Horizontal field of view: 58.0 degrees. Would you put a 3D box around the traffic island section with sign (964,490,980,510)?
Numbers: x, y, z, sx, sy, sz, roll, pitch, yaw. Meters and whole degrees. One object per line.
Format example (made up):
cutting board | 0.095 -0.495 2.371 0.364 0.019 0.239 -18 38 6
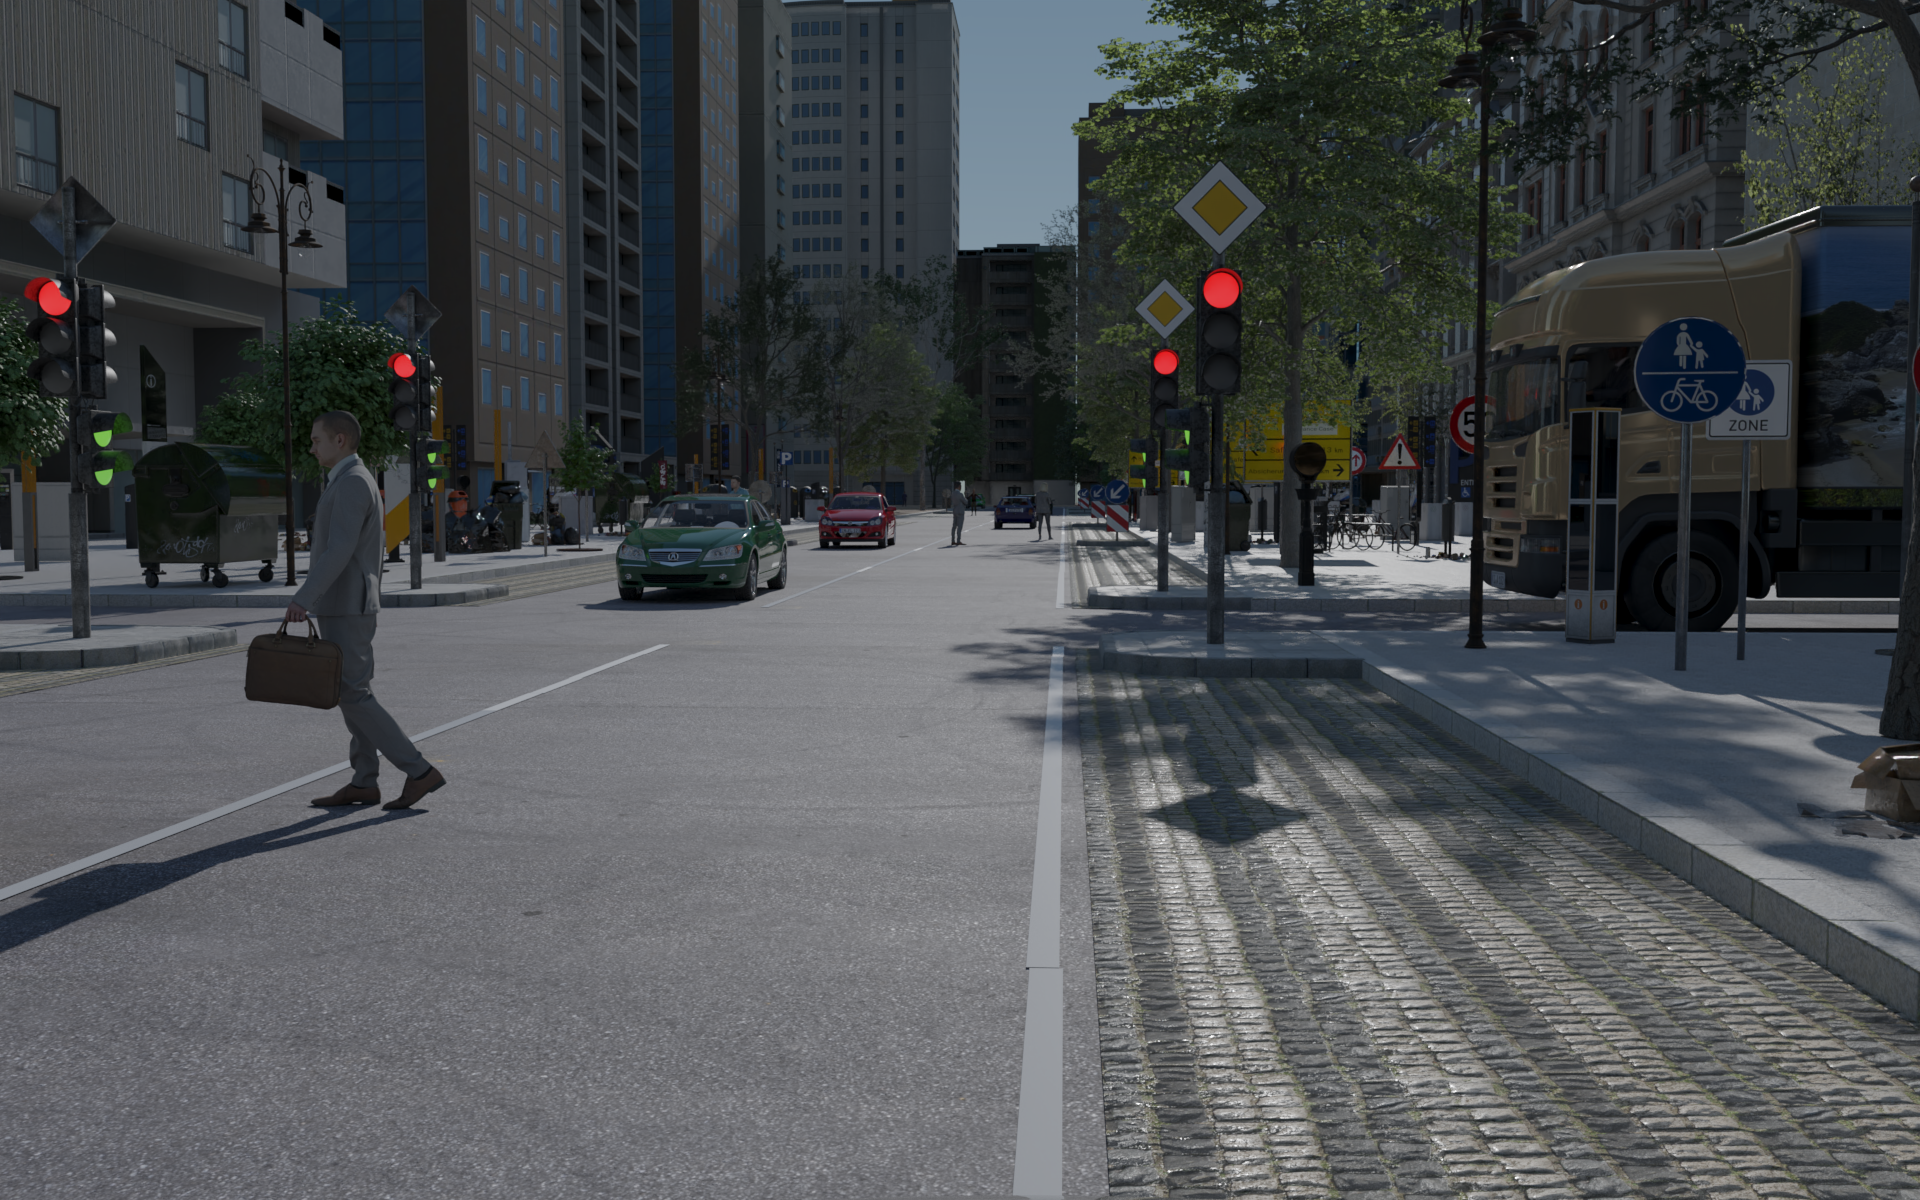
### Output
traffic island section with sign | 0.729 -8.775 152.096 1.989 1.847 2.006 0 4 3

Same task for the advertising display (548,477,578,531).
advertising display | -13.690 -3.337 59.769 0.974 1.923 0.123 -1 4 -10

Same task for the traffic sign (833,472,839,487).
traffic sign | -6.959 -6.016 98.467 0.768 2.556 0.104 0 4 5

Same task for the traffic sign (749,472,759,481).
traffic sign | -9.431 -4.747 79.743 0.606 2.300 0.079 0 4 7

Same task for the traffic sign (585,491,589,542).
traffic sign | -10.034 -2.840 46.539 0.768 2.556 0.104 1 4 12

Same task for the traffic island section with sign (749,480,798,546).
traffic island section with sign | -5.562 -2.407 47.987 1.989 1.847 2.006 0 4 3

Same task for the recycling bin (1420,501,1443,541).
recycling bin | 13.145 -2.175 48.109 0.722 1.027 0.722 -1 4 -12

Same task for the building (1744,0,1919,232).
building | 28.642 -11.306 39.604 16.860 20.320 10.420 0 4 3

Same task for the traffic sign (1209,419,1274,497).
traffic sign | 7.899 -3.256 47.110 2.265 3.308 0.079 0 4 4

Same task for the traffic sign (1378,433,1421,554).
traffic sign | 9.389 -2.265 37.035 0.884 2.594 0.081 0 4 8

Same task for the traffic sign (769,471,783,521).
traffic sign | -8.272 -4.630 77.834 0.606 2.300 0.079 0 4 6

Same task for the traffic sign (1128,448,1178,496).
traffic sign | 8.625 -5.103 77.305 2.265 3.308 0.079 1 4 11

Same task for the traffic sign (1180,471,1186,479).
traffic sign | 6.669 -2.949 50.342 0.606 2.300 0.079 1 4 8

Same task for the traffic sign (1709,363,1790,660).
traffic sign | 6.037 -0.685 13.324 0.606 2.300 0.079 1 4 9

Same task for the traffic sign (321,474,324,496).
traffic sign | -12.109 -2.013 32.908 0.884 2.594 0.081 1 4 11

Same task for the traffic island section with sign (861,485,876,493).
traffic island section with sign | -3.933 -4.059 74.985 1.989 1.847 2.006 0 4 3

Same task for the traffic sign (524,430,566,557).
traffic sign | -8.490 -2.167 35.427 0.884 2.594 0.081 1 4 8

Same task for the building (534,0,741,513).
building | -24.403 -29.193 127.410 14.600 45.320 14.200 0 4 3

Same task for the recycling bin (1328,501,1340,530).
recycling bin | 13.053 -2.998 61.573 0.722 1.027 0.722 0 4 -3

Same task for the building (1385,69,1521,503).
building | 29.554 -14.845 84.513 13.314 21.916 24.055 0 4 3

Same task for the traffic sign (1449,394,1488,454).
traffic sign | 6.614 -1.347 22.123 0.768 2.556 0.104 0 4 6

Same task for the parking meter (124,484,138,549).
parking meter | -19.362 -1.968 40.593 0.372 1.533 0.369 0 3 0

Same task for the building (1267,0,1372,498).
building | 38.029 -50.651 140.822 22.319 86.520 31.000 0 4 3

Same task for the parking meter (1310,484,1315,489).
parking meter | 16.997 -4.786 83.959 0.399 1.863 0.255 2 4 28

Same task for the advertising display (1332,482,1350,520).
advertising display | 18.633 -4.847 84.467 0.974 1.923 0.123 0 4 6

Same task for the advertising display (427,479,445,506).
advertising display | -19.038 -3.532 62.963 0.123 1.923 0.974 1 4 16

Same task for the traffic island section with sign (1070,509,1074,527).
traffic island section with sign | 5.848 -4.051 74.864 1.989 1.847 2.006 0 4 3

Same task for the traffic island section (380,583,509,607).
traffic island section | -7.378 -0.071 23.444 2.009 0.180 2.903 0 4 3

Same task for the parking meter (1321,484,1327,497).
parking meter | 20.478 -5.598 97.233 0.399 1.863 0.255 2 4 25

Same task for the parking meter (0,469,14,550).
parking meter | -21.952 -2.091 39.895 0.255 1.863 0.399 -1 4 -15

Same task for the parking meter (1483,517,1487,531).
parking meter | 12.359 -2.133 40.581 0.255 1.863 0.399 -2 4 -30

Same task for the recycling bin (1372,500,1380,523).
recycling bin | 17.738 -3.673 72.600 0.722 1.027 0.722 0 4 -8

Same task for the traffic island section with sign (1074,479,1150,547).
traffic island section with sign | 4.216 -2.397 47.816 1.989 1.847 2.006 0 4 3

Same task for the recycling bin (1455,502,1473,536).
recycling bin | 15.679 -2.503 53.484 0.722 1.027 0.722 0 4 -1

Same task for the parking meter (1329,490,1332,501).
parking meter | 20.818 -5.402 96.739 0.372 1.533 0.369 0 3 0

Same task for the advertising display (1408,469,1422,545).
advertising display | 11.498 -2.358 43.769 0.123 1.923 0.974 0 4 3

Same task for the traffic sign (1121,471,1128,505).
traffic sign | 9.090 -5.775 94.424 0.884 2.594 0.081 0 4 6

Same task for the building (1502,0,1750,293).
building | 28.523 -16.687 60.226 14.401 28.519 23.554 0 4 3

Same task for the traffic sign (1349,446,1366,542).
traffic sign | 10.461 -2.828 46.336 0.768 2.556 0.104 0 4 6

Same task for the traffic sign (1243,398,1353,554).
traffic sign | 7.164 -2.625 36.796 2.265 3.308 0.079 1 4 11

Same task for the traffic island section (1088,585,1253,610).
traffic island section | 2.695 -0.034 22.832 2.009 0.180 2.903 0 4 3

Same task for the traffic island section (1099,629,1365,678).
traffic island section | 2.213 0.454 14.862 2.009 0.180 2.903 0 4 3

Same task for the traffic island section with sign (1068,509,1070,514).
traffic island section with sign | 8.833 -7.081 124.402 1.989 1.847 2.006 0 4 3

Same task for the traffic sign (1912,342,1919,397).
traffic sign | 7.093 -0.742 12.233 0.768 2.556 0.104 1 4 10

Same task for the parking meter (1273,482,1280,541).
parking meter | 8.652 -2.514 46.809 0.255 1.863 0.399 -1 4 -9

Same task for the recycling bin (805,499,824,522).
recycling bin | -6.765 -4.161 80.581 0.722 1.027 0.722 1 4 15

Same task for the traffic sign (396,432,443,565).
traffic sign | -9.523 -1.864 30.484 0.884 2.594 0.081 1 4 10

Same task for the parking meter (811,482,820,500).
parking meter | -7.069 -4.822 84.548 0.399 1.863 0.255 2 4 32

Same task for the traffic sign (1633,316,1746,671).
traffic sign | 5.243 -0.760 12.525 0.768 2.556 0.104 1 4 9

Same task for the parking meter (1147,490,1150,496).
parking meter | 9.077 -4.779 83.854 0.255 1.863 0.399 0 4 5

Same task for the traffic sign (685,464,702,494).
traffic sign | -9.002 -3.453 58.579 0.606 2.300 0.079 1 4 13

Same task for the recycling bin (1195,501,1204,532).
recycling bin | 8.371 -2.872 59.510 0.722 1.027 0.722 0 4 6

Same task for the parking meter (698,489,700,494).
parking meter | -14.142 -5.182 93.141 0.372 1.533 0.369 0 3 0

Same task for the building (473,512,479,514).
building | -27.212 -26.312 80.315 14.600 45.320 14.200 0 4 3

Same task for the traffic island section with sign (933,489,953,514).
traffic island section with sign | -0.911 -7.118 124.999 1.989 1.847 2.006 0 4 3

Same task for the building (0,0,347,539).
building | -35.956 -28.242 50.995 28.713 52.752 27.495 0 4 3

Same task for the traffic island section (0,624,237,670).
traffic island section | -7.860 0.416 15.473 2.009 0.180 2.903 0 4 3

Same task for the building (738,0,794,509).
building | -26.625 -32.229 150.648 21.600 48.544 21.300 0 4 3

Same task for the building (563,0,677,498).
building | -29.316 -41.056 109.511 20.563 71.187 20.611 0 4 3
